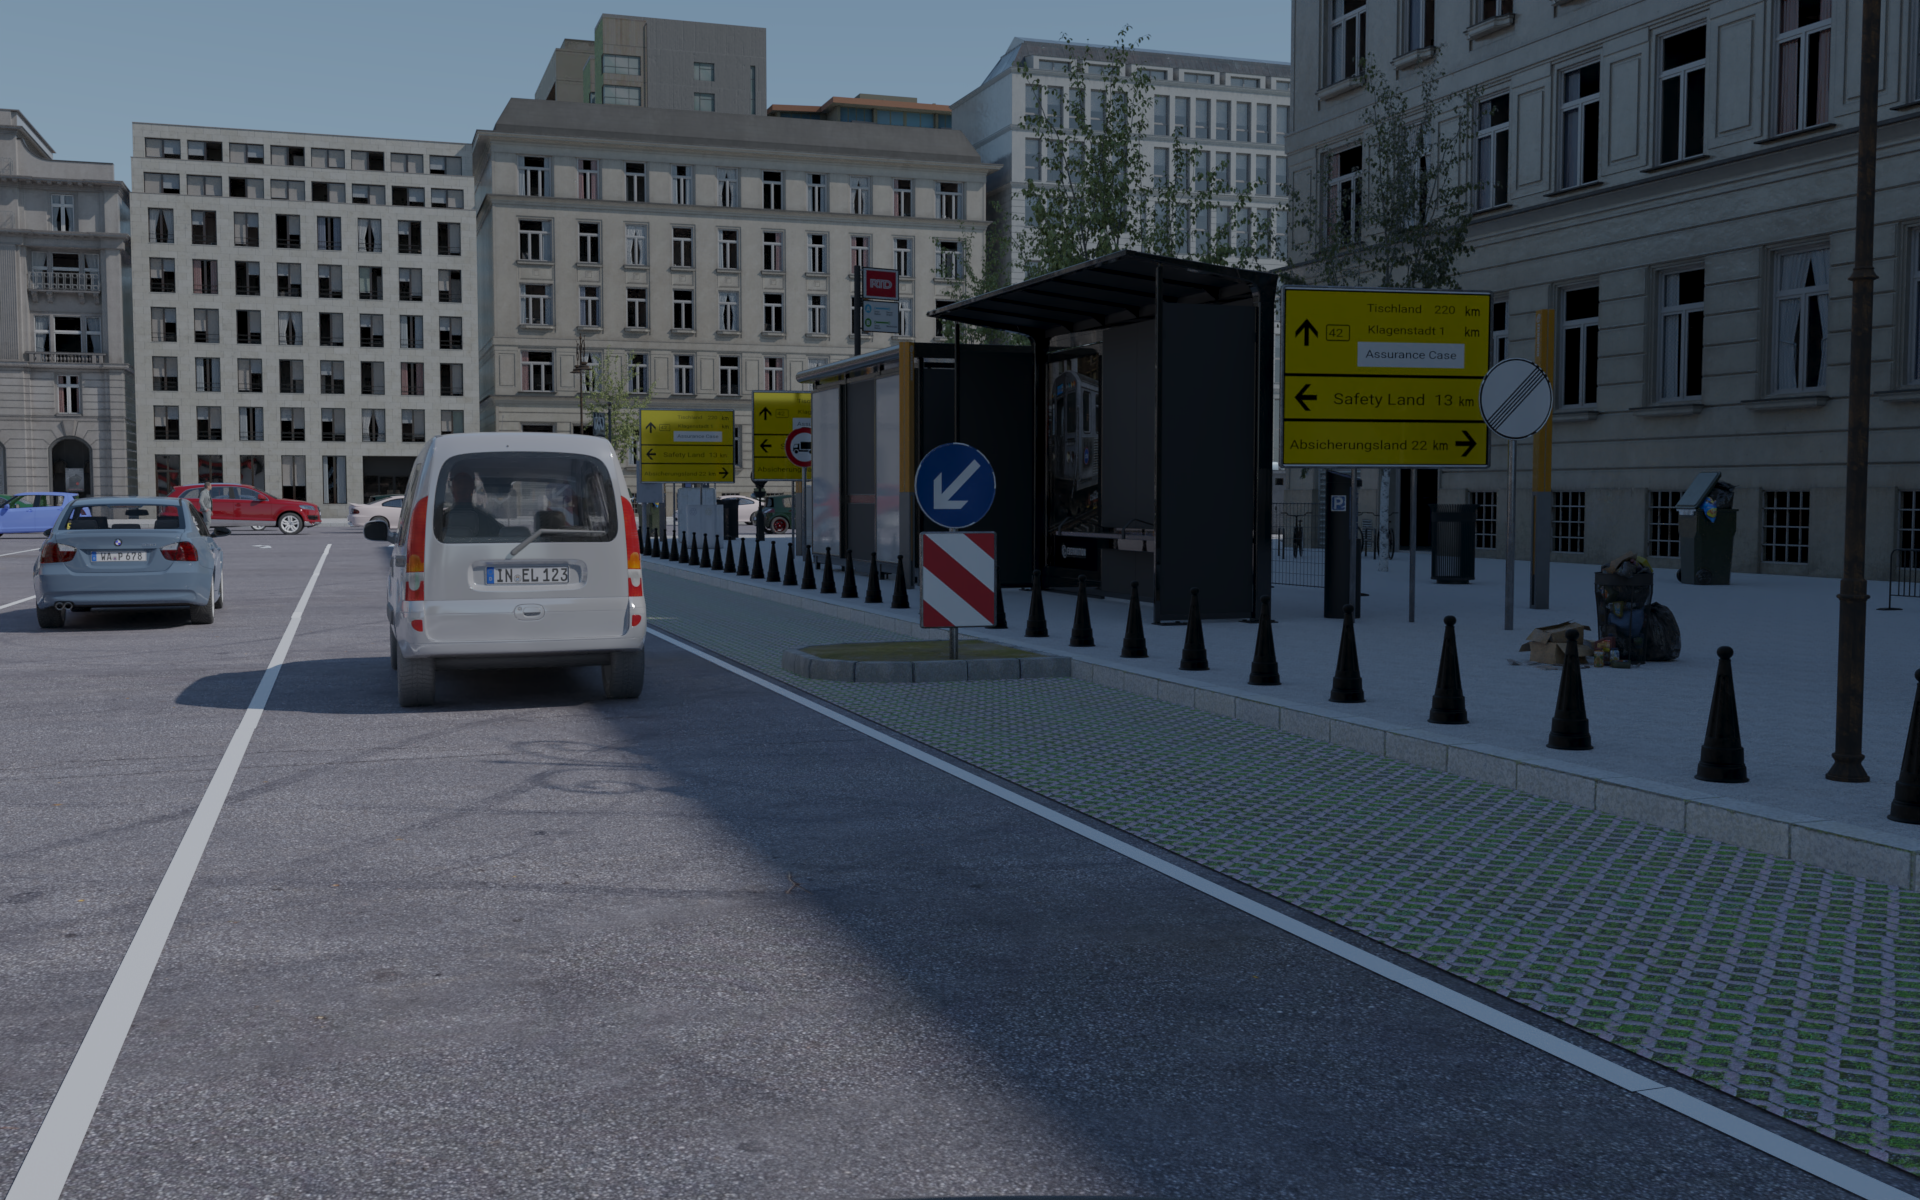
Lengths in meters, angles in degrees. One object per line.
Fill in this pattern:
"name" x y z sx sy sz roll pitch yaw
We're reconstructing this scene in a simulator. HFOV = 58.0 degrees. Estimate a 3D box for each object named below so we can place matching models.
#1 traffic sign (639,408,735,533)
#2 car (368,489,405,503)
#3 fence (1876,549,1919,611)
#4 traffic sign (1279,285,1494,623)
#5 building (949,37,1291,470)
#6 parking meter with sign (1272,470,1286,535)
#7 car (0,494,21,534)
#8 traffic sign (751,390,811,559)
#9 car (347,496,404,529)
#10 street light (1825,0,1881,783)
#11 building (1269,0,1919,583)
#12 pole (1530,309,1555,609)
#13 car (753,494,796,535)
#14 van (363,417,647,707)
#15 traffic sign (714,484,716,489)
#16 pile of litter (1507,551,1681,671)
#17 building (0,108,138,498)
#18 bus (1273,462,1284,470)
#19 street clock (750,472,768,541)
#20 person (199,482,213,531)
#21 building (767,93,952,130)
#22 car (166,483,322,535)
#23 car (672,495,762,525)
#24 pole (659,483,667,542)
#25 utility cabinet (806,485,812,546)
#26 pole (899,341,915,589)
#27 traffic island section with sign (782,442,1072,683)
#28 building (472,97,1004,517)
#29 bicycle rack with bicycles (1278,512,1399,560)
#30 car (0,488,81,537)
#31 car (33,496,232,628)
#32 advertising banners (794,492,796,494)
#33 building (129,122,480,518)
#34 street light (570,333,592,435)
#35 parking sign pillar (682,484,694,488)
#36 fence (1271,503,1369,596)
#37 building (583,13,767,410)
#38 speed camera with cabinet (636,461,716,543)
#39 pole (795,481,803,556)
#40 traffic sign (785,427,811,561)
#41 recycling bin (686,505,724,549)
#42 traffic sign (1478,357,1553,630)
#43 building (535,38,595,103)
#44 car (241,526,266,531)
"traffic sign" -6.498 -2.902 41.326 2.265 3.308 0.079 -1 4 -16
"car" -22.322 -3.738 70.903 4.222 1.686 2.009 -1 4 -19
"fence" 10.598 -0.172 18.194 0.278 0.683 2.069 -1 4 -19
"traffic sign" 4.214 -1.425 17.177 2.265 3.308 0.079 -1 4 -12
"building" 15.192 -20.522 113.022 29.804 29.767 11.434 -1 4 -19
"parking meter with sign" 10.282 -3.587 54.910 1.738 3.016 0.543 3 4 37
"car" -35.541 -3.111 62.670 4.920 1.459 2.131 -1 4 -19
"traffic sign" -2.976 -2.465 34.181 2.265 3.308 0.079 -1 4 -14
"car" -20.227 -3.182 64.389 4.827 1.381 2.083 -1 4 -20
"street light" 3.986 -2.129 7.600 0.468 5.910 1.993 -1 4 -19
"building" 19.386 -12.046 30.232 16.112 22.955 30.059 -1 4 -19
"pole" 6.470 -1.554 19.245 0.158 3.312 0.155 0 3 0
"car" -5.369 -3.227 62.541 4.222 1.686 2.009 -1 4 -20
"van" -3.478 -0.378 13.199 2.013 2.044 4.112 -1 4 -19
"traffic sign" -7.169 -3.100 50.693 0.884 2.594 0.081 -1 4 -10
"pile of litter" 4.835 0.042 13.286 1.719 0.858 1.176 -2 4 -27
"building" -54.934 -15.095 88.606 24.055 21.916 13.314 -1 4 -19
"bus" 9.751 -5.336 82.111 13.247 3.499 2.948 -1 4 -18
"street clock" -5.462 -2.614 47.315 0.471 2.002 0.358 -3 4 -36
"person" -23.572 -2.788 54.183 0.391 1.810 0.635 -1 4 -19
"building" -8.086 -32.952 193.394 28.867 44.769 22.147 -1 4 -19
"car" -25.289 -3.197 60.950 5.304 1.827 2.281 -1 4 -18
"car" -10.814 -4.120 79.722 4.827 1.381 2.083 -1 4 -19
"pole" -8.013 -3.229 46.638 0.158 3.312 0.155 0 3 0
"utility cabinet" -3.447 -2.067 42.473 1.173 1.500 0.318 2 4 26
"pole" -0.715 -1.801 23.295 0.158 3.312 0.155 0 3 0
"traffic island section with sign" -0.380 -0.332 14.060 1.989 1.847 2.006 -1 4 -19
"building" -14.262 -16.646 105.453 30.059 22.955 16.112 -1 4 -19
"bicycle rack with bicycles" 7.519 -1.324 35.023 2.852 0.926 2.925 1 4 9
"car" -30.018 -2.826 55.792 3.694 1.707 1.945 -1 4 -20
"car" -9.510 -0.489 19.992 2.014 1.417 4.499 -1 4 -21
"advertising banners" -8.371 -6.271 98.721 2.074 3.025 0.090 -1 4 -10
"building" -35.508 -14.698 95.065 16.860 20.320 10.420 -1 4 -19
"street light" -10.901 -4.717 49.914 0.468 5.910 1.993 -1 4 -19
"parking sign pillar" -13.891 -6.255 90.745 1.447 3.967 1.447 -1 4 -23
"fence" 4.470 -0.702 22.684 0.480 1.192 2.264 -2 4 -24
"building" -25.248 -28.738 153.456 14.154 41.232 14.086 -1 4 -19
"speed camera with cabinet" -7.458 -3.135 45.590 2.038 3.252 0.660 0 4 -5
"pole" -3.306 -2.574 35.931 0.158 3.312 0.155 0 3 0
"traffic sign" -2.959 -2.008 32.939 0.768 2.556 0.104 -1 4 -17
"recycling bin" -5.981 -1.718 40.647 0.722 1.027 0.722 0 4 6
"traffic sign" 5.179 -0.988 16.264 0.768 2.556 0.104 -1 4 -13
"building" -33.095 -34.310 184.675 21.300 48.544 21.600 -1 4 -19
"car" -28.698 -3.396 67.524 4.499 1.417 2.014 -1 4 -21
